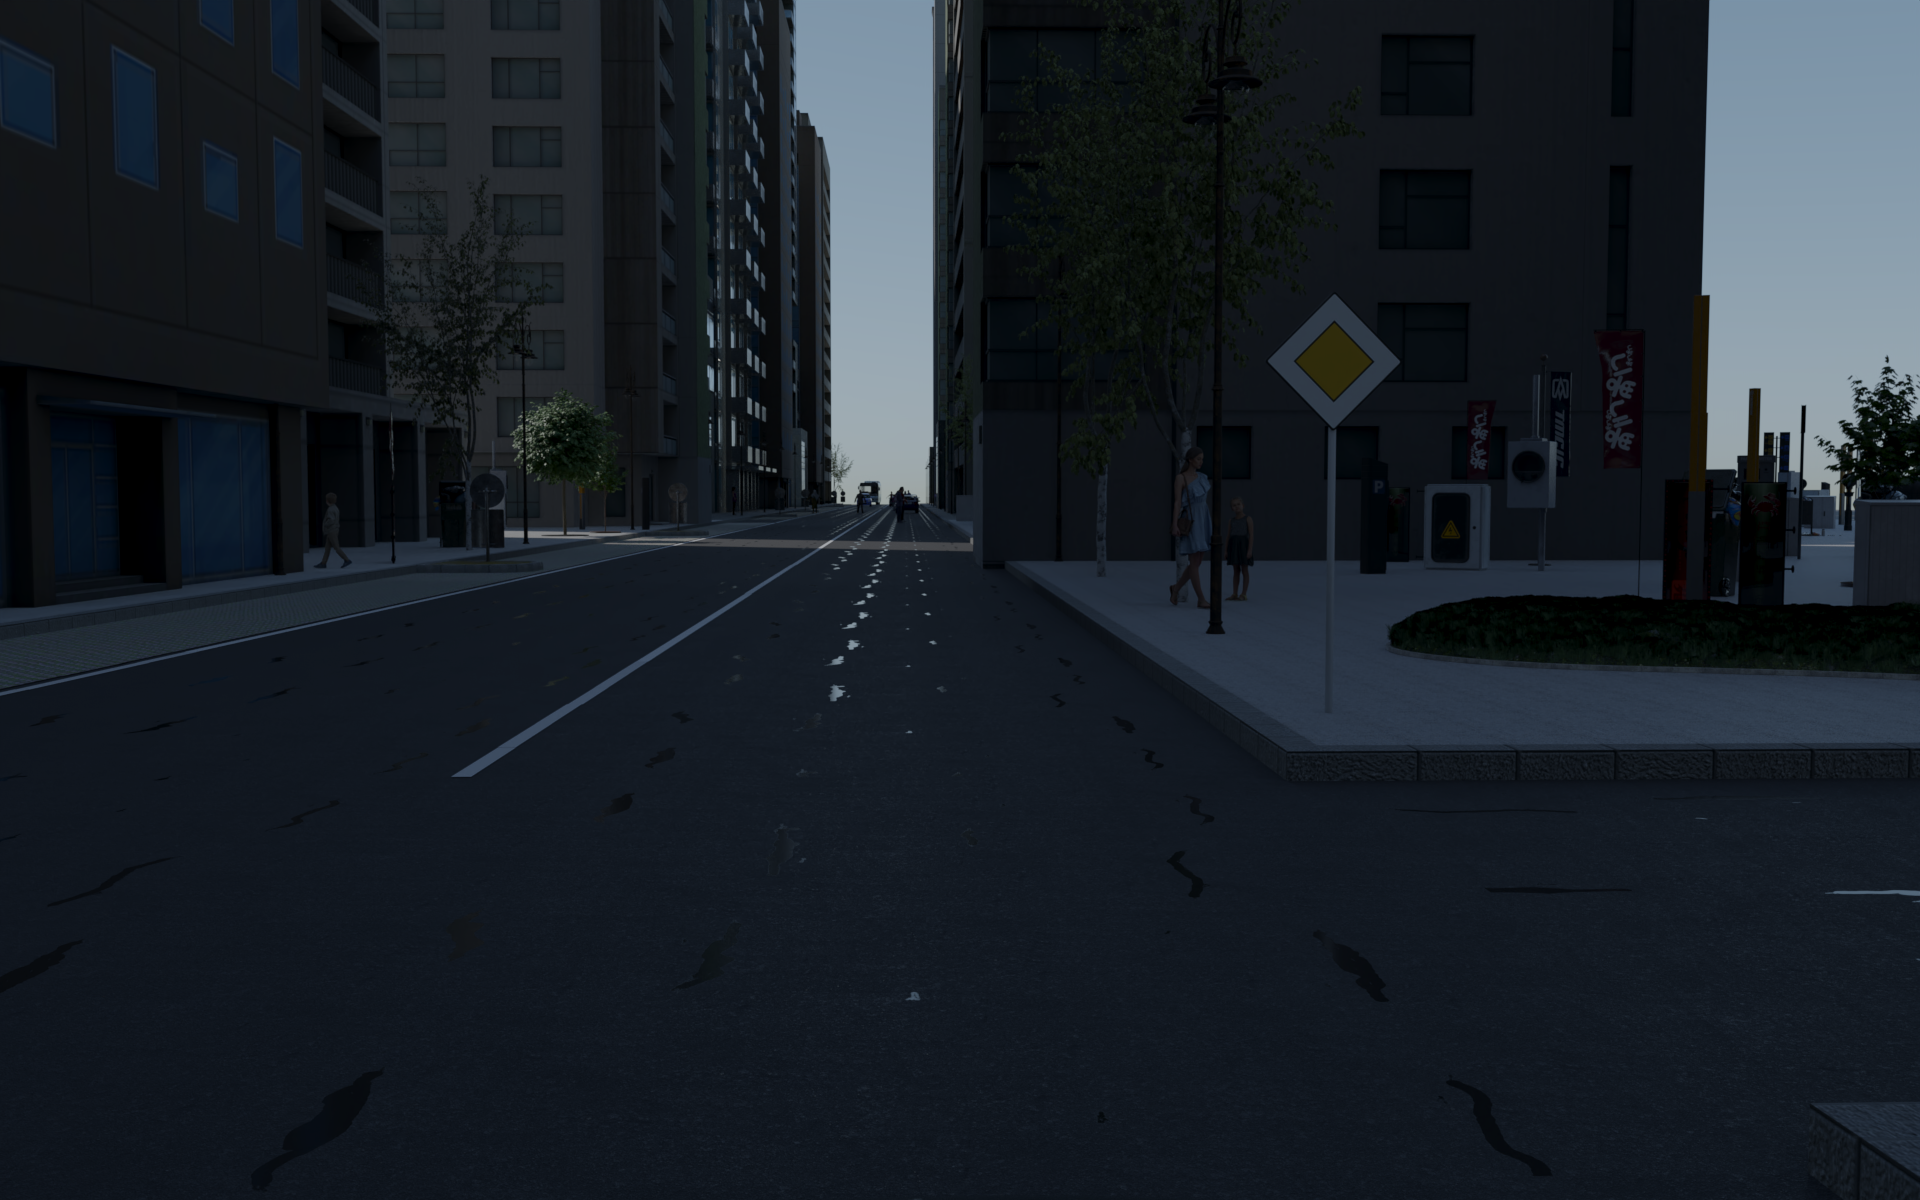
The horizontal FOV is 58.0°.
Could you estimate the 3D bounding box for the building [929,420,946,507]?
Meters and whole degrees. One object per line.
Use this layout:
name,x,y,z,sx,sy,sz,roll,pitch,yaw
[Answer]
building,7.185,-55.974,227.845,22.319,86.520,31.000,0,4,-2

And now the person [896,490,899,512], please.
person,-3.911,-6.249,111.615,0.436,1.711,0.756,0,4,7

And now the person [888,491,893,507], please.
person,-7.787,-11.389,195.436,1.217,1.743,0.721,2,4,28

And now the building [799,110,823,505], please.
building,-23.709,-33.998,205.984,14.600,45.320,14.200,0,4,-2

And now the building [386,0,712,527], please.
building,-18.195,-23.707,71.197,14.154,41.232,14.086,0,4,-2

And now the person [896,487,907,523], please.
person,-2.926,-4.770,86.938,0.568,1.767,0.683,0,4,-8

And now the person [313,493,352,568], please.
person,-10.824,-1.196,29.867,0.640,1.303,0.475,-1,4,-21

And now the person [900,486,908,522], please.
person,-2.996,-5.007,90.328,0.705,1.831,1.348,1,4,13

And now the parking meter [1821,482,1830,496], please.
parking meter,41.421,-4.722,82.910,0.255,1.863,0.399,-1,4,-10

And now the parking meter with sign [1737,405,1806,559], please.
parking meter with sign,15.746,-2.327,34.307,1.738,3.016,0.543,2,4,24

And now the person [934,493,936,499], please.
person,-2.293,-9.852,170.349,0.421,1.427,0.697,-1,4,-21

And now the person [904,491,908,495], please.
person,-5.107,-9.218,159.940,1.217,1.736,0.721,2,4,27

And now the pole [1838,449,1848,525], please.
pole,36.750,-4.788,72.126,0.158,3.312,0.155,0,3,0

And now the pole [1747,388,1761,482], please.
pole,15.290,-2.420,33.407,0.158,3.312,0.155,0,3,0

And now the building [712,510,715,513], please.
building,-25.152,-48.034,98.027,22.319,86.520,31.000,0,4,-2

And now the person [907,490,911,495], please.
person,-5.333,-10.313,176.978,0.709,1.838,0.599,3,5,44

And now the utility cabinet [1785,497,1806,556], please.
utility cabinet,17.195,-1.534,36.249,0.306,1.237,1.020,0,4,-4

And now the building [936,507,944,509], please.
building,9.430,-50.839,143.894,22.319,86.520,31.000,0,4,-2

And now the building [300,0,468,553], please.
building,-24.686,-37.096,44.765,20.563,71.187,20.611,0,4,-2

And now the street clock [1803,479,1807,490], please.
street clock,39.795,-4.735,81.988,0.471,2.002,0.358,0,4,1

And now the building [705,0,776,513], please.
building,-26.457,-31.205,129.815,23.786,49.044,30.456,0,4,-2

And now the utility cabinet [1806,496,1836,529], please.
utility cabinet,32.048,-3.264,64.536,1.020,1.237,0.306,3,5,43

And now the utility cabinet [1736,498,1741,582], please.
utility cabinet,11.393,-0.892,25.746,0.306,1.237,1.020,-1,4,-19

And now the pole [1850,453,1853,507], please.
pole,37.549,-4.850,73.136,0.158,3.312,0.155,0,3,0

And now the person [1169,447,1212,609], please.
person,2.574,-0.817,19.492,0.616,1.811,0.778,-2,4,-34

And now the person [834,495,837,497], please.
person,-16.836,-13.775,234.494,0.421,1.427,0.697,0,4,-2

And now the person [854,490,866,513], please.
person,-7.510,-7.420,130.375,0.990,1.755,0.434,2,4,23

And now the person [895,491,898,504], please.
person,-5.552,-8.839,153.687,0.551,1.740,0.621,-1,4,-10

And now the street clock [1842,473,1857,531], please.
street clock,31.072,-3.424,60.549,0.358,2.002,0.471,-1,4,-14

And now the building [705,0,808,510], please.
building,-27.151,-53.173,182.049,22.319,86.520,31.000,0,4,-2

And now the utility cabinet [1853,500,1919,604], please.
utility cabinet,10.313,-0.473,18.897,1.020,1.237,0.306,0,4,-6

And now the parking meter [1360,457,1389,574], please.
parking meter,6.660,-1.352,27.820,0.399,1.863,0.255,-1,4,-20

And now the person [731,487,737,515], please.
person,-13.650,-6.025,105.228,0.721,1.739,1.217,0,4,-3

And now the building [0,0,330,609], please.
building,-17.206,-22.649,20.419,14.600,45.320,14.200,0,4,-2

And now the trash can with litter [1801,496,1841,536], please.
trash can with litter,25.959,-2.602,53.596,1.678,1.210,2.233,-1,4,-17

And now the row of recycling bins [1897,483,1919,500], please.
row of recycling bins,22.867,-1.948,38.957,3.534,1.692,1.069,1,4,10

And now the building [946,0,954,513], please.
building,5.960,-26.854,122.655,14.154,41.232,14.086,0,4,-2

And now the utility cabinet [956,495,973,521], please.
utility cabinet,0.347,-4.324,81.861,1.020,1.237,0.306,1,4,22

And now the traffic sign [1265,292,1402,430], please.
traffic sign,2.182,-0.482,10.070,0.795,2.593,0.064,0,4,-2

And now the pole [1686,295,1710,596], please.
pole,7.613,-1.470,17.877,0.158,3.312,0.155,0,3,0

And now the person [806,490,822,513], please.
person,-10.777,-7.271,128.103,1.217,1.736,0.721,-2,4,-24

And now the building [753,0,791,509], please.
building,-22.224,-30.736,152.638,14.600,45.320,14.200,0,4,-2

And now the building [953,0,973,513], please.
building,10.541,-29.422,104.757,21.300,48.544,21.600,0,4,-2

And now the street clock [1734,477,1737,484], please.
street clock,33.090,-4.233,73.787,0.471,2.002,0.358,1,4,12

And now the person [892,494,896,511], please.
person,-5.678,-8.272,146.969,0.599,1.433,0.991,-1,4,-12

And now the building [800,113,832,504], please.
building,-27.782,-36.693,223.633,21.300,48.544,21.600,0,4,-2

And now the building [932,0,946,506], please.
building,7.376,-40.192,199.140,21.231,58.520,28.212,0,4,-2

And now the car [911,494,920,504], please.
car,-5.945,-12.272,212.654,2.014,1.417,4.499,0,4,-2

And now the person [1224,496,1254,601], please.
person,3.343,-0.614,20.744,0.362,1.253,0.373,3,5,44

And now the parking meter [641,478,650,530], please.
parking meter,-11.288,-3.453,62.171,0.255,1.863,0.399,-1,4,-15

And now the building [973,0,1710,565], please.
building,7.234,-16.366,39.285,14.160,30.474,14.107,0,4,-2

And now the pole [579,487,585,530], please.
pole,-13.644,-4.197,62.463,0.158,3.312,0.155,0,3,0
